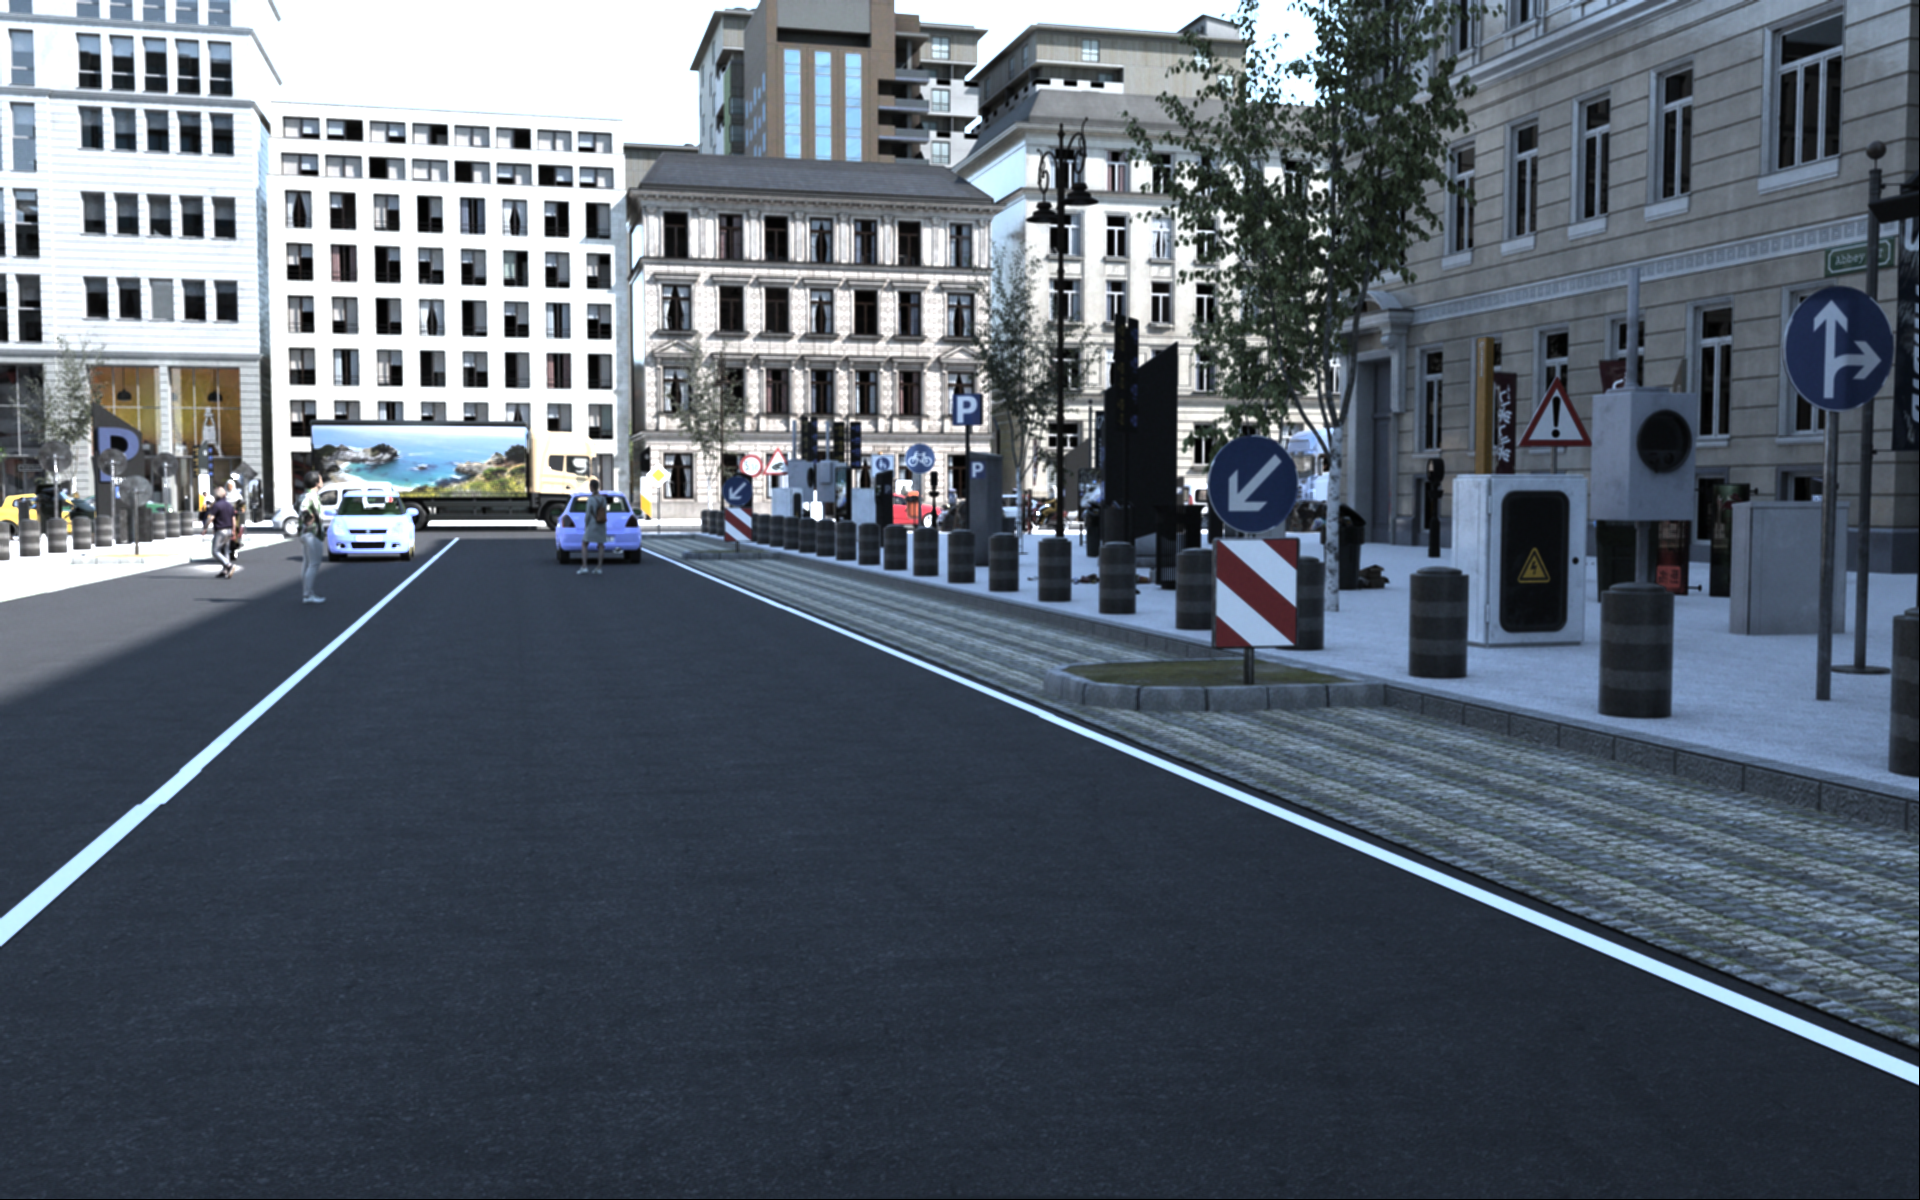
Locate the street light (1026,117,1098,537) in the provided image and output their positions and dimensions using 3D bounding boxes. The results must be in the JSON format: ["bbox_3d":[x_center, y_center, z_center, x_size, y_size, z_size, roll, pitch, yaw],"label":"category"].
[{"bbox_3d":[1.262,-2.995,21.764,0.468,5.910,1.993,-1,4,-15],"label":"street light"}]

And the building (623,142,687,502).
[{"bbox_3d":[-46.292,-40.849,257.127,27.495,52.752,28.713,-1,4,-15],"label":"building"}]

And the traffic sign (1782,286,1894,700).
[{"bbox_3d":[5.384,-0.650,10.726,0.768,2.556,0.104,-1,4,-11],"label":"traffic sign"}]

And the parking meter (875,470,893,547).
[{"bbox_3d":[-1.830,-2.209,41.823,0.399,1.863,0.255,-3,5,-40],"label":"parking meter"}]

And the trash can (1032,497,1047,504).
[{"bbox_3d":[3.560,-4.086,78.454,0.748,1.137,0.748,0,3,0],"label":"trash can"}]

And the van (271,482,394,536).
[{"bbox_3d":[-21.625,-3.236,59.919,4.112,2.044,2.013,-1,4,-14],"label":"van"}]

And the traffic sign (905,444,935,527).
[{"bbox_3d":[-1.013,-2.670,43.768,0.768,2.556,0.104,0,4,-5],"label":"traffic sign"}]

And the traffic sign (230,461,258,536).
[{"bbox_3d":[-21.844,-3.011,52.880,0.795,2.450,0.064,-1,4,-15],"label":"traffic sign"}]

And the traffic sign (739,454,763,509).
[{"bbox_3d":[-6.670,-3.381,55.391,0.768,2.556,0.104,0,4,-7],"label":"traffic sign"}]

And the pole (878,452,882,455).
[{"bbox_3d":[-3.886,-5.530,84.251,0.158,3.312,0.155,0,3,0],"label":"pole"}]

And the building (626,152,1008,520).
[{"bbox_3d":[-8.201,-13.955,92.785,19.286,19.102,10.561,-1,4,-15],"label":"building"}]

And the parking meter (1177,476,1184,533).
[{"bbox_3d":[7.183,-3.152,57.253,0.399,1.863,0.255,-1,4,-11],"label":"parking meter"}]

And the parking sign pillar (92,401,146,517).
[{"bbox_3d":[-24.618,-3.808,50.740,1.447,3.967,1.447,-3,4,-37],"label":"parking sign pillar"}]

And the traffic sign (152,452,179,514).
[{"bbox_3d":[-24.326,-3.238,53.045,0.768,2.556,0.104,-1,4,-8],"label":"traffic sign"}]

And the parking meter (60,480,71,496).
[{"bbox_3d":[-37.605,-4.105,72.825,0.399,1.863,0.255,-1,4,-13],"label":"parking meter"}]

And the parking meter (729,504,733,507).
[{"bbox_3d":[-10.568,-4.607,81.029,0.399,1.863,0.255,-3,5,-43],"label":"parking meter"}]

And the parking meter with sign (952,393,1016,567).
[{"bbox_3d":[0.475,-2.120,30.918,0.543,3.016,1.738,2,4,25],"label":"parking meter with sign"}]

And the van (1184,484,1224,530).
[{"bbox_3d":[10.791,-3.832,69.672,4.112,2.044,2.013,-1,4,-14],"label":"van"}]

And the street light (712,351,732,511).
[{"bbox_3d":[-7.712,-5.096,56.114,0.468,5.910,1.993,-1,4,-15],"label":"street light"}]

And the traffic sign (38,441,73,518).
[{"bbox_3d":[-21.522,-2.515,41.231,0.768,2.556,0.104,-1,4,-9],"label":"traffic sign"}]

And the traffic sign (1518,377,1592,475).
[{"bbox_3d":[6.622,-1.183,19.343,0.884,2.594,0.081,-1,4,-11],"label":"traffic sign"}]

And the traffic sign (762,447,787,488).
[{"bbox_3d":[-5.039,-2.935,47.989,0.884,2.594,0.081,-1,4,-8],"label":"traffic sign"}]

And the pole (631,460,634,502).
[{"bbox_3d":[-19.601,-6.718,103.684,0.158,3.312,0.155,0,3,0],"label":"pole"}]

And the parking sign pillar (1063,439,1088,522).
[{"bbox_3d":[5.478,-5.661,81.033,1.447,3.967,1.447,-1,4,-14],"label":"parking sign pillar"}]

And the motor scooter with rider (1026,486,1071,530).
[{"bbox_3d":[3.183,-3.362,63.936,1.986,1.779,0.876,-1,4,-14],"label":"motor scooter with rider"}]

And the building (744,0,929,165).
[{"bbox_3d":[-11.256,-30.819,154.002,14.600,45.320,14.200,-1,4,-15],"label":"building"}]

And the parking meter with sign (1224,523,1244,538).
[{"bbox_3d":[8.328,-3.380,51.521,0.543,3.016,1.738,2,4,27],"label":"parking meter with sign"}]

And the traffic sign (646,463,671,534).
[{"bbox_3d":[-9.746,-3.202,55.997,0.795,2.450,0.064,-1,4,-15],"label":"traffic sign"}]

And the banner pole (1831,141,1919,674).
[{"bbox_3d":[6.718,-1.365,12.330,0.863,3.779,0.401,1,4,15],"label":"banner pole"}]

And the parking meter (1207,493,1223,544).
[{"bbox_3d":[6.593,-2.388,44.762,0.399,1.863,0.255,0,4,-7],"label":"parking meter"}]

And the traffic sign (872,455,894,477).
[{"bbox_3d":[-2.001,-2.613,44.856,0.606,2.300,0.079,0,4,-7],"label":"traffic sign"}]

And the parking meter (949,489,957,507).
[{"bbox_3d":[-0.344,-4.412,80.555,0.372,1.533,0.369,0,3,0],"label":"parking meter"}]

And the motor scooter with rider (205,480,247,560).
[{"bbox_3d":[-15.620,-1.706,36.855,0.876,1.779,1.986,-1,4,-15],"label":"motor scooter with rider"}]

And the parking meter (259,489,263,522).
[{"bbox_3d":[-32.320,-4.365,79.784,0.372,1.533,0.369,0,3,0],"label":"parking meter"}]

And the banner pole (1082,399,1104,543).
[{"bbox_3d":[3.638,-3.414,45.839,0.863,3.779,0.401,-2,4,-28],"label":"banner pole"}]

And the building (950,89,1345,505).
[{"bbox_3d":[15.395,-16.468,102.538,30.059,22.955,16.112,-1,4,-15],"label":"building"}]

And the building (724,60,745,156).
[{"bbox_3d":[-15.990,-29.655,168.454,14.154,41.232,14.086,-1,4,-15],"label":"building"}]

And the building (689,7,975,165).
[{"bbox_3d":[-13.706,-36.752,190.135,28.713,52.752,27.495,-1,4,-15],"label":"building"}]

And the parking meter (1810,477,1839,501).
[{"bbox_3d":[12.576,-1.029,25.236,0.372,1.533,0.369,0,3,0],"label":"parking meter"}]

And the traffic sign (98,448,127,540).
[{"bbox_3d":[-23.590,-2.944,48.234,0.768,2.556,0.104,-1,4,-9],"label":"traffic sign"}]

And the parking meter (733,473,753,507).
[{"bbox_3d":[-5.875,-2.543,47.292,0.399,1.863,0.255,-3,5,-44],"label":"parking meter"}]

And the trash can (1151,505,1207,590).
[{"bbox_3d":[2.948,-0.716,23.367,0.748,1.137,0.748,0,3,0],"label":"trash can"}]

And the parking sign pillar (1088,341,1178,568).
[{"bbox_3d":[3.172,-2.585,30.742,1.447,3.967,1.447,0,4,-7],"label":"parking sign pillar"}]

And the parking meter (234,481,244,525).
[{"bbox_3d":[-29.956,-4.049,71.906,0.399,1.863,0.255,-2,4,-29],"label":"parking meter"}]

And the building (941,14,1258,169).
[{"bbox_3d":[14.984,-37.190,197.298,27.495,52.752,28.713,-1,4,-15],"label":"building"}]

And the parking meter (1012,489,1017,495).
[{"bbox_3d":[2.578,-4.321,79.058,0.372,1.533,0.369,0,3,0],"label":"parking meter"}]

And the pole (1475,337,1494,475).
[{"bbox_3d":[6.847,-1.762,22.656,0.158,3.312,0.155,0,3,0],"label":"pole"}]
